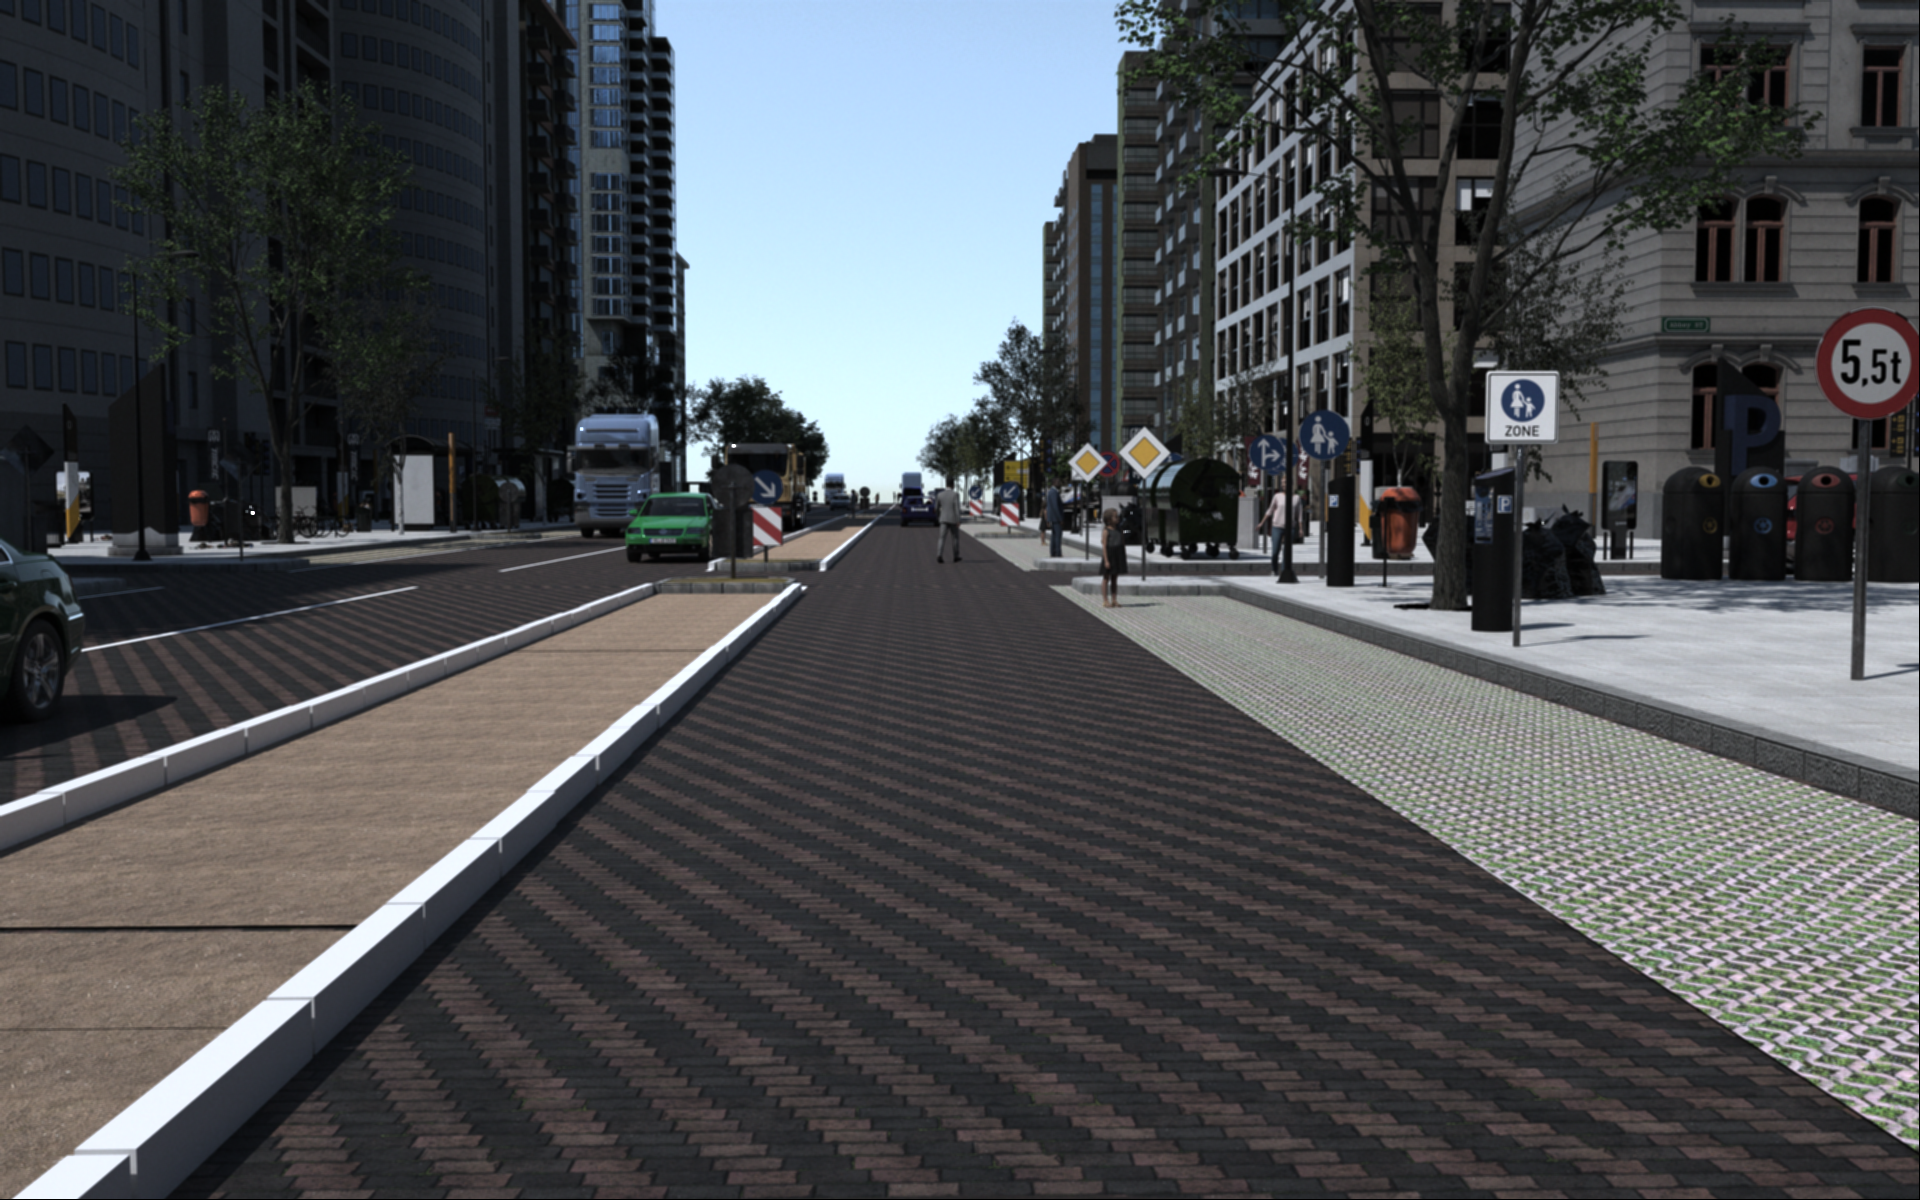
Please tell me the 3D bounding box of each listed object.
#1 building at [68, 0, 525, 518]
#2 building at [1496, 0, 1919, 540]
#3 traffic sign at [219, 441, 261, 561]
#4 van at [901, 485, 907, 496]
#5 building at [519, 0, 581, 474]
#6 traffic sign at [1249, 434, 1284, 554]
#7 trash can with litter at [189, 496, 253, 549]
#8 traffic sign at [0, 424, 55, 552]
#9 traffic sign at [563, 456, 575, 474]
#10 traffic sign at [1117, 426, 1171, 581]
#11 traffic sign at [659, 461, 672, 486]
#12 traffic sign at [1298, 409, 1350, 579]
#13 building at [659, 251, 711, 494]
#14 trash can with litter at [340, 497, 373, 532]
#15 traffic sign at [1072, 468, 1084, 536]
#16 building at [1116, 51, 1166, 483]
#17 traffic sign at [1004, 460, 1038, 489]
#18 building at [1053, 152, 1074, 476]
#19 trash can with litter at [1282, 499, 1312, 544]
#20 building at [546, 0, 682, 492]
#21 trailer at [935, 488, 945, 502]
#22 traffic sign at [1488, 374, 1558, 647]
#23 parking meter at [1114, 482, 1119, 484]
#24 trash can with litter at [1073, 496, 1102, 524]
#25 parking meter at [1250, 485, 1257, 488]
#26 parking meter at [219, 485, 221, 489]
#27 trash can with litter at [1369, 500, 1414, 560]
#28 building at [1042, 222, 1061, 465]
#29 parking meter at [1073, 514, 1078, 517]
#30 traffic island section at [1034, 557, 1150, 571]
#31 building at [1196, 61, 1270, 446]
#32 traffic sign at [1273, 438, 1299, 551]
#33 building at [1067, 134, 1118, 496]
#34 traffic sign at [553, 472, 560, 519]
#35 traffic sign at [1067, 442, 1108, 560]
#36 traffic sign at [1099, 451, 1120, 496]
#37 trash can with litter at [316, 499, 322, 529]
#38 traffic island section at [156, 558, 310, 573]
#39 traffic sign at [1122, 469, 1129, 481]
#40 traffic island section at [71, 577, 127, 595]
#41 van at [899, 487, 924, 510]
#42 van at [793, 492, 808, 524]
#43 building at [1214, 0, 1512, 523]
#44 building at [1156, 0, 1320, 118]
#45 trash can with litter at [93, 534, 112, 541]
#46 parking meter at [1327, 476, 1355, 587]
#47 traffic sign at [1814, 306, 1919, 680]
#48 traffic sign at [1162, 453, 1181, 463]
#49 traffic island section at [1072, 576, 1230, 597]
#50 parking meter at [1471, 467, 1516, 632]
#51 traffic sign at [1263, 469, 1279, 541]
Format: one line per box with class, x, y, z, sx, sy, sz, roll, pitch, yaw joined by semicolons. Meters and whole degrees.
building;-44.215;-35.375;120.381;21.231;58.520;28.212;0;4;-2
building;30.377;-16.327;54.330;23.554;28.519;14.401;0;4;-2
traffic sign;-13.723;-1.797;33.031;0.795;2.450;0.064;0;4;-2
van;-5.110;-10.826;181.394;2.240;2.365;5.245;0;4;-2
building;-45.445;-30.268;149.511;22.147;44.769;28.867;0;4;-2
traffic sign;6.552;-2.264;37.120;0.768;2.556;0.104;0;4;-1
trash can with litter;-17.714;-1.852;41.343;1.678;1.210;2.233;1;4;13
traffic sign;-13.477;-1.309;25.049;0.795;2.450;0.064;0;4;-2
traffic sign;-20.120;-6.042;92.665;2.265;3.308;0.079;0;4;5
traffic sign;2.710;-1.338;25.525;0.795;2.450;0.064;0;4;-2
traffic sign;-19.116;-6.988;108.122;2.265;3.308;0.079;0;4;2
traffic sign;5.492;-1.597;26.210;0.768;2.556;0.104;0;4;3
building;-52.573;-34.073;248.973;32.217;40.220;23.993;0;4;-2
trash can with litter;-20.303;-2.865;58.237;1.055;1.170;0.624;0;4;-5
traffic sign;3.687;-3.088;52.616;0.606;2.300;0.079;0;4;0
building;21.637;-29.382;163.986;14.154;41.232;14.086;0;4;-2
traffic sign;3.762;-6.773;104.609;2.265;3.308;0.079;0;3;0
building;24.585;-37.863;238.661;23.786;49.044;30.456;0;4;-2
trash can with litter;8.533;-2.015;44.329;0.624;1.170;1.055;2;4;35
building;-46.967;-55.487;219.882;22.319;86.520;31.000;0;4;-2
trailer;-2.049;-10.216;174.074;1.471;1.999;3.904;0;4;-3
traffic sign;4.680;-0.756;14.496;0.606;2.300;0.079;0;4;0
parking meter;7.289;-4.544;80.012;0.399;1.863;0.255;1;4;12
trash can with litter;5.907;-3.932;75.349;2.233;1.210;1.678;-3;5;-40
parking meter;14.268;-4.790;84.032;0.255;1.863;0.399;2;4;34
parking meter;-28.498;-3.703;66.247;0.399;1.863;0.255;-2;4;-35
trash can with litter;8.502;-1.379;33.926;0.624;1.170;1.055;-2;4;-25
building;19.315;-35.345;261.478;14.154;41.232;14.086;0;4;-2
parking meter;6.464;-5.454;97.582;0.372;1.533;0.369;0;3;0
traffic island section;2.487;-0.691;33.584;2.009;0.180;2.903;0;4;-2
building;23.316;-21.271;119.484;14.160;30.474;14.107;0;4;-2
traffic sign;7.266;-2.391;39.200;0.768;2.556;0.104;0;4;1
building;20.928;-34.616;216.076;14.600;45.320;14.200;0;4;-2
traffic sign;-20.887;-5.439;89.029;0.768;2.556;0.104;0;4;5
traffic sign;2.464;-1.827;33.507;0.795;2.450;0.064;0;4;-2
traffic sign;4.363;-3.130;51.290;0.768;2.556;0.104;0;4;6
trash can with litter;-24.043;-3.179;63.035;1.678;1.210;2.233;2;4;33
traffic island section;-13.746;-0.661;33.092;2.009;0.180;2.903;0;4;-2
traffic sign;7.073;-4.341;70.972;0.884;2.594;0.081;0;4;6
traffic island section;-13.501;-0.173;25.110;2.009;0.180;2.903;0;4;-2
van;-4.268;-9.146;153.913;2.240;2.365;5.245;0;4;-3
van;-8.112;-4.535;81.151;2.013;2.044;4.112;0;4;-2
building;26.199;-17.604;92.345;19.350;26.468;34.151;0;4;-2
building;28.171;-31.919;141.481;23.786;49.044;30.456;0;4;-2
trash can with litter;-23.484;-2.285;48.425;2.233;1.210;1.678;3;4;38
parking meter;5.284;-0.955;24.019;0.372;1.533;0.369;0;3;0
traffic sign;6.195;-0.720;11.879;0.768;2.556;0.104;0;4;-1
traffic sign;6.554;-3.260;53.413;0.768;2.556;0.104;0;4;0
traffic island section;2.733;-0.203;25.603;2.009;0.180;2.903;0;4;-2
parking meter;4.999;-0.478;16.229;0.372;1.533;0.369;0;3;0
traffic sign;8.531;-2.880;47.186;0.768;2.556;0.104;0;4;0
